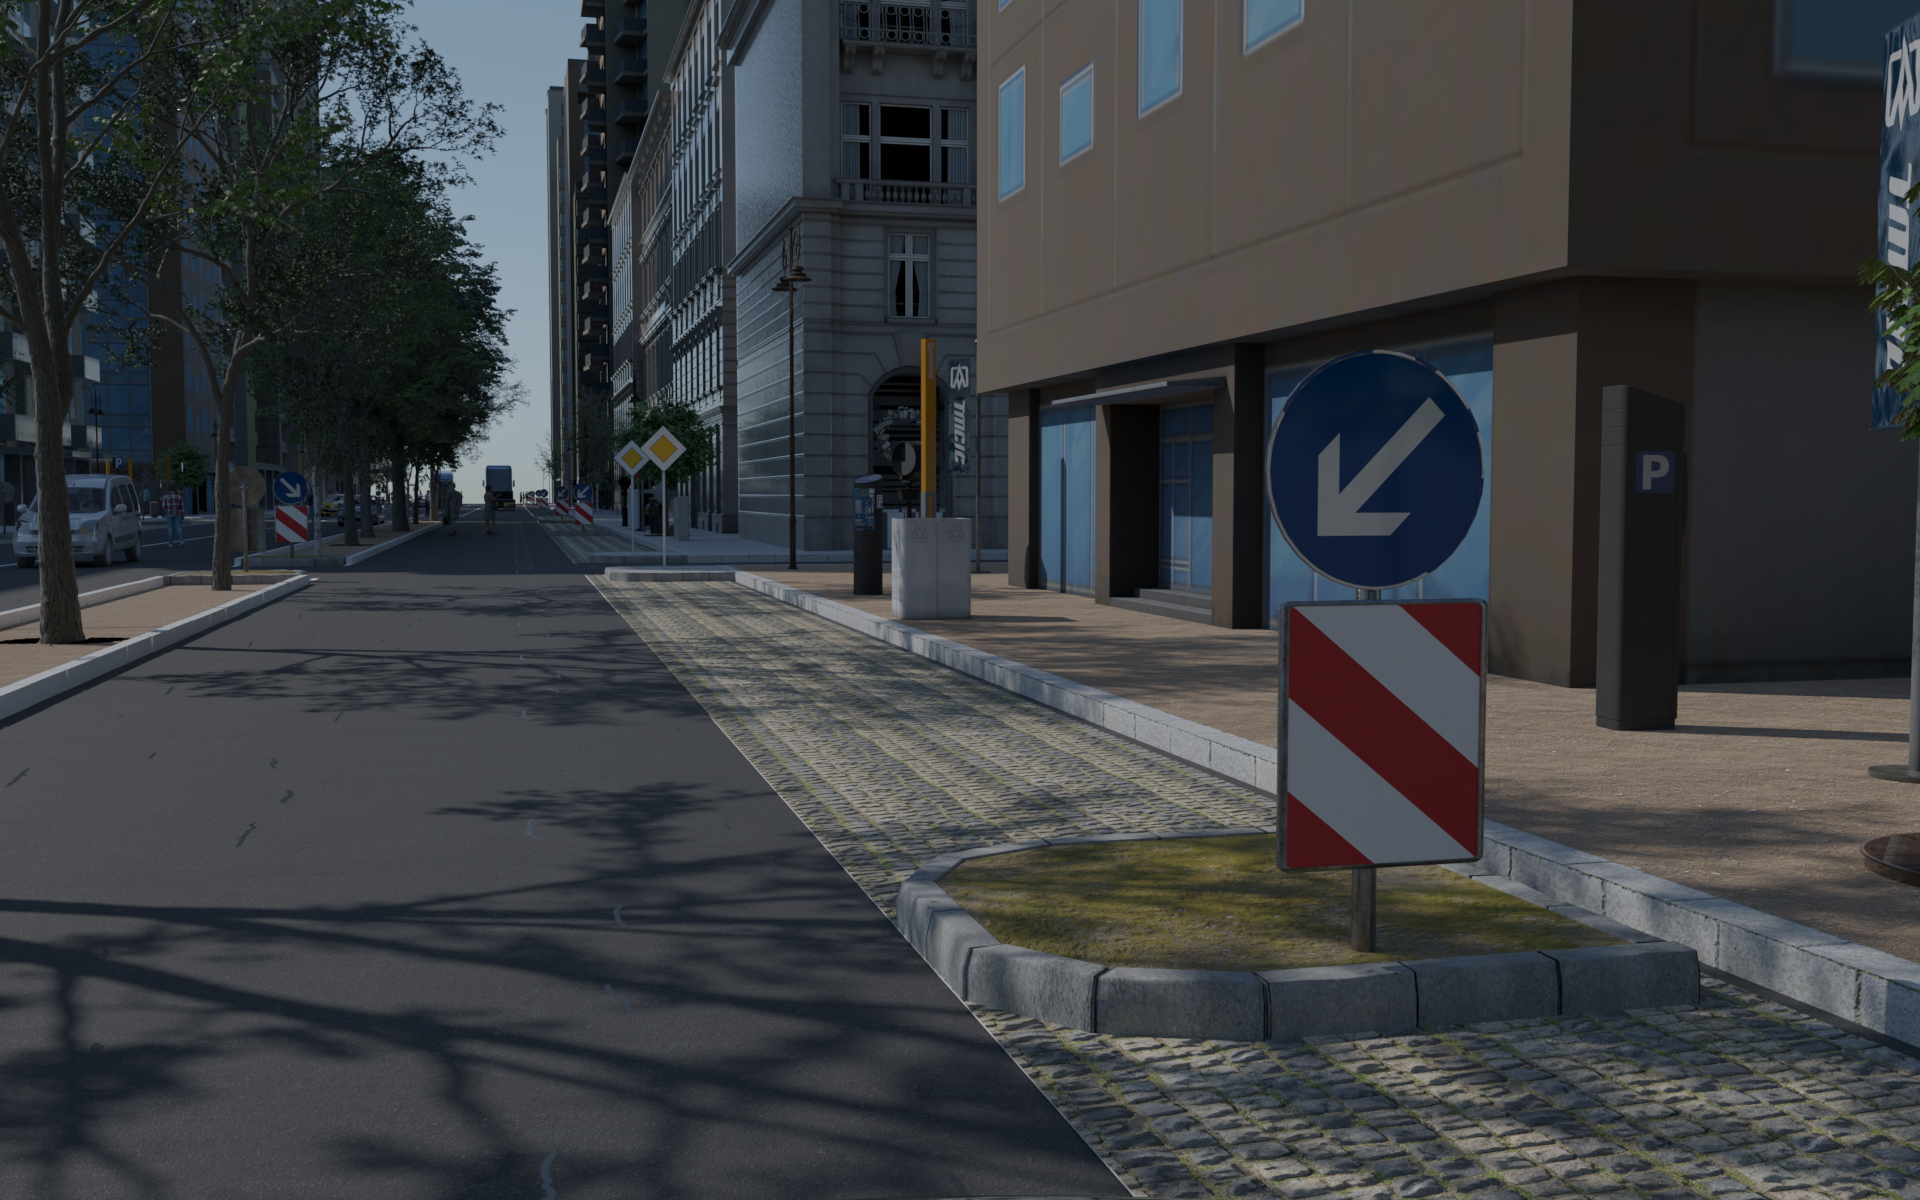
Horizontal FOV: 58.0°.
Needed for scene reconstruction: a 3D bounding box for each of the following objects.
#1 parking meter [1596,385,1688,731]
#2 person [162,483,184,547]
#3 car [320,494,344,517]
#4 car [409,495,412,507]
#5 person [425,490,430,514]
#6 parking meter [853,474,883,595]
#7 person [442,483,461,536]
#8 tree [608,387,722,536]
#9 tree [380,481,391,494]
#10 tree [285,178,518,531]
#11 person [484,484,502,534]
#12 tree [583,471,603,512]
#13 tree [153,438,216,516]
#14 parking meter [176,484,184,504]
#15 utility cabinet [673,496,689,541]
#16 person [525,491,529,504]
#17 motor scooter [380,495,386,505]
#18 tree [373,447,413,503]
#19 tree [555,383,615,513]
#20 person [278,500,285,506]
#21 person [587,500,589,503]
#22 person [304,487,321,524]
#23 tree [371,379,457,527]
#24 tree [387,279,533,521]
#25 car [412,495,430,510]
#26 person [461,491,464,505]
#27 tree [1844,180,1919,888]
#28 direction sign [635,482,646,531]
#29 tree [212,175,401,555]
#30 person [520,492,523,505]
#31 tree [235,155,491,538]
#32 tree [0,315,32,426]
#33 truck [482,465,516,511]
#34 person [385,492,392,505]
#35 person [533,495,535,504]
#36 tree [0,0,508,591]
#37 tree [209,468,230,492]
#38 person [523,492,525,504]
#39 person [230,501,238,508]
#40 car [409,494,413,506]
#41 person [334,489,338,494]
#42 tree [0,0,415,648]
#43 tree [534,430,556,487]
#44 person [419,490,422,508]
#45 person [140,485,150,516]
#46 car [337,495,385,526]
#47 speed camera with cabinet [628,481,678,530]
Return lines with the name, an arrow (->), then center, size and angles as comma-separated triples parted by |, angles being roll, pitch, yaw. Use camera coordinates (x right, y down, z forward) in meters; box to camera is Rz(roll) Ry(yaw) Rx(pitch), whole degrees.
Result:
parking meter -> 3.725, -0.229, 9.462 | 0.399, 1.863, 0.255 | -1, 4, -10
person -> -21.349, -2.304, 47.008 | 0.563, 1.720, 0.643 | -2, 4, -32
car -> -40.157, -6.198, 111.562 | 2.015, 1.641, 3.980 | -1, 4, -13
car -> -63.336, -11.447, 196.946 | 2.009, 1.686, 4.222 | -1, 4, -13
person -> -36.551, -6.704, 119.051 | 0.436, 1.711, 0.756 | 0, 4, -5
parking meter -> -1.172, -0.834, 22.054 | 0.372, 1.533, 0.369 | 0, 3, 0
person -> -17.434, -3.105, 59.370 | 0.694, 1.812, 0.767 | 1, 4, 21
tree -> -9.028, -4.241, 53.048 | 4.285, 4.588, 4.351 | 0, 3, 0
tree -> -82.772, -15.582, 249.363 | 1.663, 3.219, 1.824 | 0, 3, 0
tree -> -21.379, -9.582, 65.783 | 9.857, 13.997, 8.962 | 0, 3, 0
person -> -16.645, -3.235, 61.754 | 0.716, 1.782, 0.532 | 3, 5, 45
tree -> -26.177, -7.867, 123.228 | 1.663, 3.219, 1.824 | 0, 3, 0
tree -> -45.452, -7.208, 101.556 | 4.285, 4.588, 4.351 | 0, 3, 0
parking meter -> -43.864, -5.612, 97.463 | 0.255, 1.863, 0.399 | 0, 4, 6
utility cabinet -> -7.679, -2.233, 47.679 | 0.306, 1.237, 1.020 | -1, 4, -17
person -> -57.697, -13.624, 231.113 | 0.709, 1.838, 0.599 | 3, 5, 40
motor scooter -> -70.995, -12.255, 213.154 | 0.815, 1.314, 1.986 | -1, 4, -16
tree -> -85.579, -20.879, 258.386 | 9.611, 12.733, 9.660 | 0, 3, 0
tree -> -24.349, -10.036, 114.446 | 4.360, 8.622, 3.978 | 0, 3, 0
person -> -23.001, -2.811, 58.740 | 0.425, 1.301, 0.394 | 1, 4, 10
person -> -25.430, -6.683, 118.539 | 0.599, 1.433, 0.991 | -3, 5, -44
person -> -31.288, -4.582, 83.761 | 0.721, 1.781, 0.623 | 2, 4, 25
tree -> -23.989, -7.468, 74.929 | 4.737, 8.622, 4.395 | 0, 3, 0
tree -> -27.750, -10.879, 90.705 | 12.009, 13.543, 11.850 | 0, 3, 0
car -> -50.088, -9.115, 161.606 | 1.945, 1.354, 3.894 | -1, 4, -14
person -> -62.725, -12.809, 218.005 | 0.705, 1.814, 1.350 | 0, 3, 0
tree -> 3.522, -0.673, 5.611 | 1.663, 3.219, 1.824 | 0, 3, 0
direction sign -> -11.025, -4.141, 59.699 | 0.379, 3.537, 0.876 | -1, 4, -12
tree -> -14.652, -5.286, 39.252 | 4.360, 8.622, 3.978 | 0, 3, 0
person -> -57.064, -13.224, 225.446 | 0.721, 1.736, 1.217 | -1, 4, -19
tree -> -19.190, -8.276, 55.896 | 7.486, 12.596, 7.792 | 0, 3, 0
tree -> -35.323, -6.818, 61.833 | 4.360, 8.622, 3.978 | 0, 3, 0
truck -> -41.414, -10.154, 155.782 | 2.967, 4.110, 18.799 | -1, 4, -15
person -> -75.738, -13.484, 229.677 | 0.721, 1.735, 1.217 | 2, 4, 25
person -> -55.609, -13.218, 225.400 | 0.721, 1.735, 1.217 | 0, 4, 7
tree -> -10.859, -5.388, 24.956 | 8.767, 10.594, 7.601 | -1, 4, -14
tree -> -46.510, -7.025, 109.460 | 1.663, 3.219, 1.824 | 0, 3, 0
person -> -57.429, -13.398, 228.268 | 0.721, 1.735, 1.217 | -2, 4, -24
person -> -41.230, -5.460, 98.358 | 0.593, 1.750, 0.643 | 0, 4, -7
car -> -67.772, -12.350, 211.518 | 1.945, 1.707, 3.694 | -1, 4, -13
person -> -67.386, -11.051, 186.590 | 0.709, 1.838, 0.599 | 0, 4, 8
tree -> -8.742, -5.390, 16.332 | 9.928, 11.665, 9.643 | 0, 3, 0
tree -> -44.876, -14.764, 191.754 | 4.360, 8.622, 3.978 | 0, 3, 0
person -> -56.365, -10.542, 180.866 | 0.705, 1.824, 1.348 | -3, 5, -44
person -> -48.536, -5.932, 103.054 | 0.660, 1.820, 0.620 | 0, 4, 5
car -> -27.073, -4.061, 78.405 | 2.014, 1.417, 4.499 | -1, 4, -13
speed camera with cabinet -> -11.193, -4.208, 63.143 | 0.660, 3.252, 2.038 | 2, 4, 35
